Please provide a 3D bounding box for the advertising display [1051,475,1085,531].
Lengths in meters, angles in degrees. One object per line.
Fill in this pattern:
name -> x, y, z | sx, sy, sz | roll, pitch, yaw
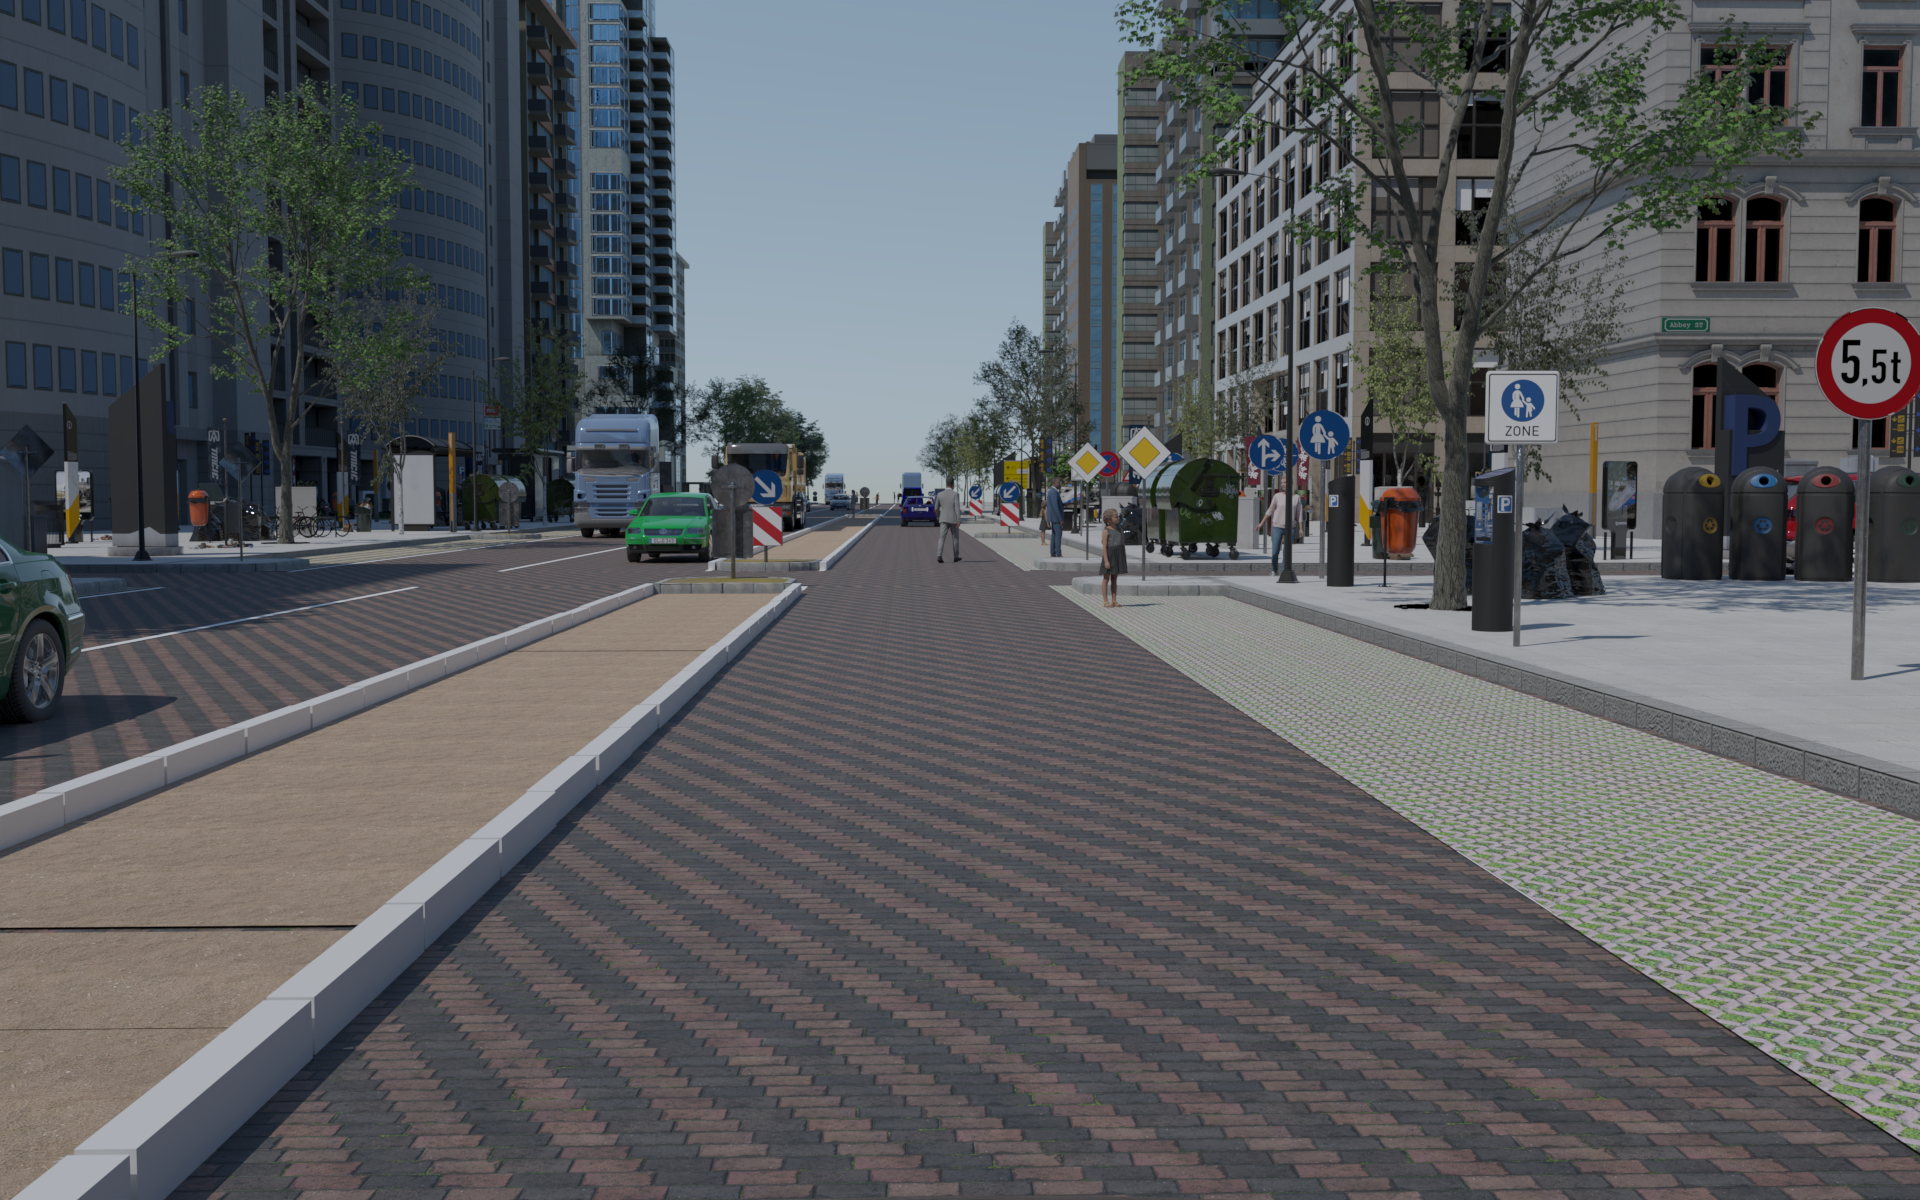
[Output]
advertising display -> 3.731, -3.347, 59.937 | 0.974, 1.923, 0.123 | 1, 4, 17

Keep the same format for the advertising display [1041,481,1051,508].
advertising display -> 4.468, -4.907, 85.448 | 0.974, 1.923, 0.123 | 2, 4, 23

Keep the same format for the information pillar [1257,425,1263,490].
information pillar -> 10.201, -4.134, 58.951 | 0.183, 3.616, 0.504 | 0, 4, -5

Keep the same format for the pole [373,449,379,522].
pole -> -26.683, -5.217, 79.145 | 0.158, 3.312, 0.155 | 0, 3, 0

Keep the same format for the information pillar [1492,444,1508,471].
information pillar -> 10.919, -2.670, 35.011 | 0.183, 3.616, 0.504 | -1, 4, -13

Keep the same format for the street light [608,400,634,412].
street light -> -16.797, -6.921, 85.697 | 1.470, 5.913, 1.316 | 0, 4, -2

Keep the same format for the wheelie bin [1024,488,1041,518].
wheelie bin -> 3.906, -5.188, 92.735 | 0.980, 1.594, 0.693 | 1, 4, 9

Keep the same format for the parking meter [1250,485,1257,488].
parking meter -> 14.268, -4.790, 84.032 | 0.255, 1.863, 0.399 | 2, 4, 34

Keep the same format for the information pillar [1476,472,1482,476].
information pillar -> 17.416, -3.264, 57.866 | 0.304, 2.012, 0.304 | 0, 4, -6

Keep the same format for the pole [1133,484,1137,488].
pole -> 8.869, -5.748, 87.821 | 0.158, 3.312, 0.155 | 0, 3, 0

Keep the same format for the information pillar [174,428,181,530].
information pillar -> -27.688, -4.272, 61.199 | 0.183, 3.616, 0.504 | -2, 4, -26

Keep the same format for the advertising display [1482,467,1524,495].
advertising display -> 13.067, -2.234, 41.742 | 0.974, 1.923, 0.123 | 0, 4, 4

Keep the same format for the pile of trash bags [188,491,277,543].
pile of trash bags -> -19.958, -2.271, 46.886 | 1.912, 1.369, 3.447 | 0, 4, 0

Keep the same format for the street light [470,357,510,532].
street light -> -15.987, -5.288, 58.992 | 1.470, 5.913, 1.316 | 0, 4, -2

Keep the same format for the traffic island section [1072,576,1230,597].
traffic island section -> 2.733, -0.203, 25.603 | 2.009, 0.180, 2.903 | 0, 4, -2

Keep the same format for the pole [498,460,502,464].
pole -> -25.737, -6.309, 97.002 | 0.158, 3.312, 0.155 | 0, 3, 0

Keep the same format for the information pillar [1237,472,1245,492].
information pillar -> 9.134, -3.201, 56.823 | 0.304, 2.012, 0.304 | 2, 4, 32

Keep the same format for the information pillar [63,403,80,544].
information pillar -> -22.941, -3.263, 44.703 | 0.183, 3.616, 0.504 | 0, 4, 4

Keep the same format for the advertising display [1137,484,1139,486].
advertising display -> 10.756, -5.981, 103.011 | 0.974, 1.923, 0.123 | 1, 4, 23

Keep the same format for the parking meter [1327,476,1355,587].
parking meter -> 5.284, -0.955, 24.019 | 0.372, 1.533, 0.369 | 0, 3, 0

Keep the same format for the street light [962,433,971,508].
street light -> 0.929, -9.785, 132.527 | 1.470, 5.913, 1.316 | 0, 4, -2

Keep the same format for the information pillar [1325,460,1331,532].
information pillar -> 12.292, -4.073, 57.942 | 0.183, 3.616, 0.504 | 2, 4, 28

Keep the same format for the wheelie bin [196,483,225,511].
wheelie bin -> -22.007, -2.618, 50.710 | 0.693, 1.594, 0.980 | 2, 4, 30

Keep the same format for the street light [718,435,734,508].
street light -> -18.334, -9.959, 135.374 | 1.470, 5.913, 1.316 | 0, 4, -2

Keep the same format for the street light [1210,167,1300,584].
street light -> 4.194, -3.197, 24.810 | 1.470, 5.913, 1.316 | 0, 4, -2

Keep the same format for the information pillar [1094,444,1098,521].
information pillar -> 6.335, -5.511, 81.465 | 0.183, 3.616, 0.504 | -1, 4, -14

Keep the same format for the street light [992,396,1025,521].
street light -> 2.386, -6.705, 82.163 | 1.470, 5.913, 1.316 | 0, 4, -2

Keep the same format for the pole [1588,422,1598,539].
pole -> 18.055, -3.396, 49.370 | 0.158, 3.312, 0.155 | 0, 3, 0

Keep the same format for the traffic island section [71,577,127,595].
traffic island section -> -13.501, -0.173, 25.110 | 2.009, 0.180, 2.903 | 0, 4, -2

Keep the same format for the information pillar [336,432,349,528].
information pillar -> -23.222, -4.510, 65.097 | 0.183, 3.616, 0.504 | 2, 4, 25

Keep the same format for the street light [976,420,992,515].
street light -> 1.585, -8.283, 107.966 | 1.470, 5.913, 1.316 | 0, 4, -2

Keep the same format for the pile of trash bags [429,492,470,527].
pile of trash bags -> -20.918, -3.666, 69.691 | 1.912, 1.369, 3.447 | -2, 4, -25

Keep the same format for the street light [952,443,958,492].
street light -> 0.143, -11.363, 158.330 | 1.470, 5.913, 1.316 | 0, 4, -2

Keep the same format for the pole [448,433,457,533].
pole -> -16.912, -3.908, 57.731 | 0.158, 3.312, 0.155 | 0, 3, 0

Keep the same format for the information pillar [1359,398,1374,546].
information pillar -> 10.002, -3.135, 42.606 | 0.183, 3.616, 0.504 | -1, 4, -16

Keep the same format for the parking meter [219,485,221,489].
parking meter -> -28.498, -3.703, 66.247 | 0.399, 1.863, 0.255 | -2, 4, -35

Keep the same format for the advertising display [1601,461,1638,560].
advertising display -> 12.872, -1.749, 33.813 | 0.974, 1.923, 0.123 | -2, 4, -35

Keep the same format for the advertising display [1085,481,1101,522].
advertising display -> 5.942, -4.523, 79.162 | 0.974, 1.923, 0.123 | 1, 4, 19

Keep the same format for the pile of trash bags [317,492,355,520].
pile of trash bags -> -31.179, -4.691, 86.451 | 1.912, 1.369, 3.447 | -2, 4, -24

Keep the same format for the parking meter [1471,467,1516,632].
parking meter -> 4.999, -0.478, 16.229 | 0.372, 1.533, 0.369 | 0, 3, 0

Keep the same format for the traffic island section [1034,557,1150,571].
traffic island section -> 2.487, -0.691, 33.584 | 2.009, 0.180, 2.903 | 0, 4, -2

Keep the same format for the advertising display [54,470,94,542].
advertising display -> -23.527, -2.496, 46.026 | 0.974, 1.923, 0.123 | 0, 3, 0

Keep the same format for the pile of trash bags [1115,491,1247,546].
pile of trash bags -> 5.508, -2.072, 43.630 | 3.447, 1.369, 1.912 | 1, 4, 11

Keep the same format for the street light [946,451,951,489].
street light -> -0.798, -12.984, 184.827 | 1.470, 5.913, 1.316 | 0, 4, -2

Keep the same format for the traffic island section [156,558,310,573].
traffic island section -> -13.746, -0.661, 33.092 | 2.009, 0.180, 2.903 | 0, 4, -2

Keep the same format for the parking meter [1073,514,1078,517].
parking meter -> 6.464, -5.454, 97.582 | 0.372, 1.533, 0.369 | 0, 3, 0

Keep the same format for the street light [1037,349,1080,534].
street light -> 3.183, -5.091, 55.777 | 1.470, 5.913, 1.316 | 0, 4, -2

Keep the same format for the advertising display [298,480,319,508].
advertising display -> -30.274, -4.602, 80.456 | 0.123, 1.923, 0.974 | 3, 4, 38

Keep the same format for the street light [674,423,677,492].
street light -> -17.465, -8.374, 109.463 | 1.470, 5.913, 1.316 | 0, 4, -2

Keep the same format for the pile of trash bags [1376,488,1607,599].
pile of trash bags -> 6.795, -0.799, 22.817 | 1.912, 1.369, 3.447 | -2, 4, -31

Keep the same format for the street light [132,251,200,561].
street light -> -15.209, -3.709, 33.189 | 1.470, 5.913, 1.316 | 0, 4, -2

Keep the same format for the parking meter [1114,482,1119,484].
parking meter -> 7.289, -4.544, 80.012 | 0.399, 1.863, 0.255 | 1, 4, 12
